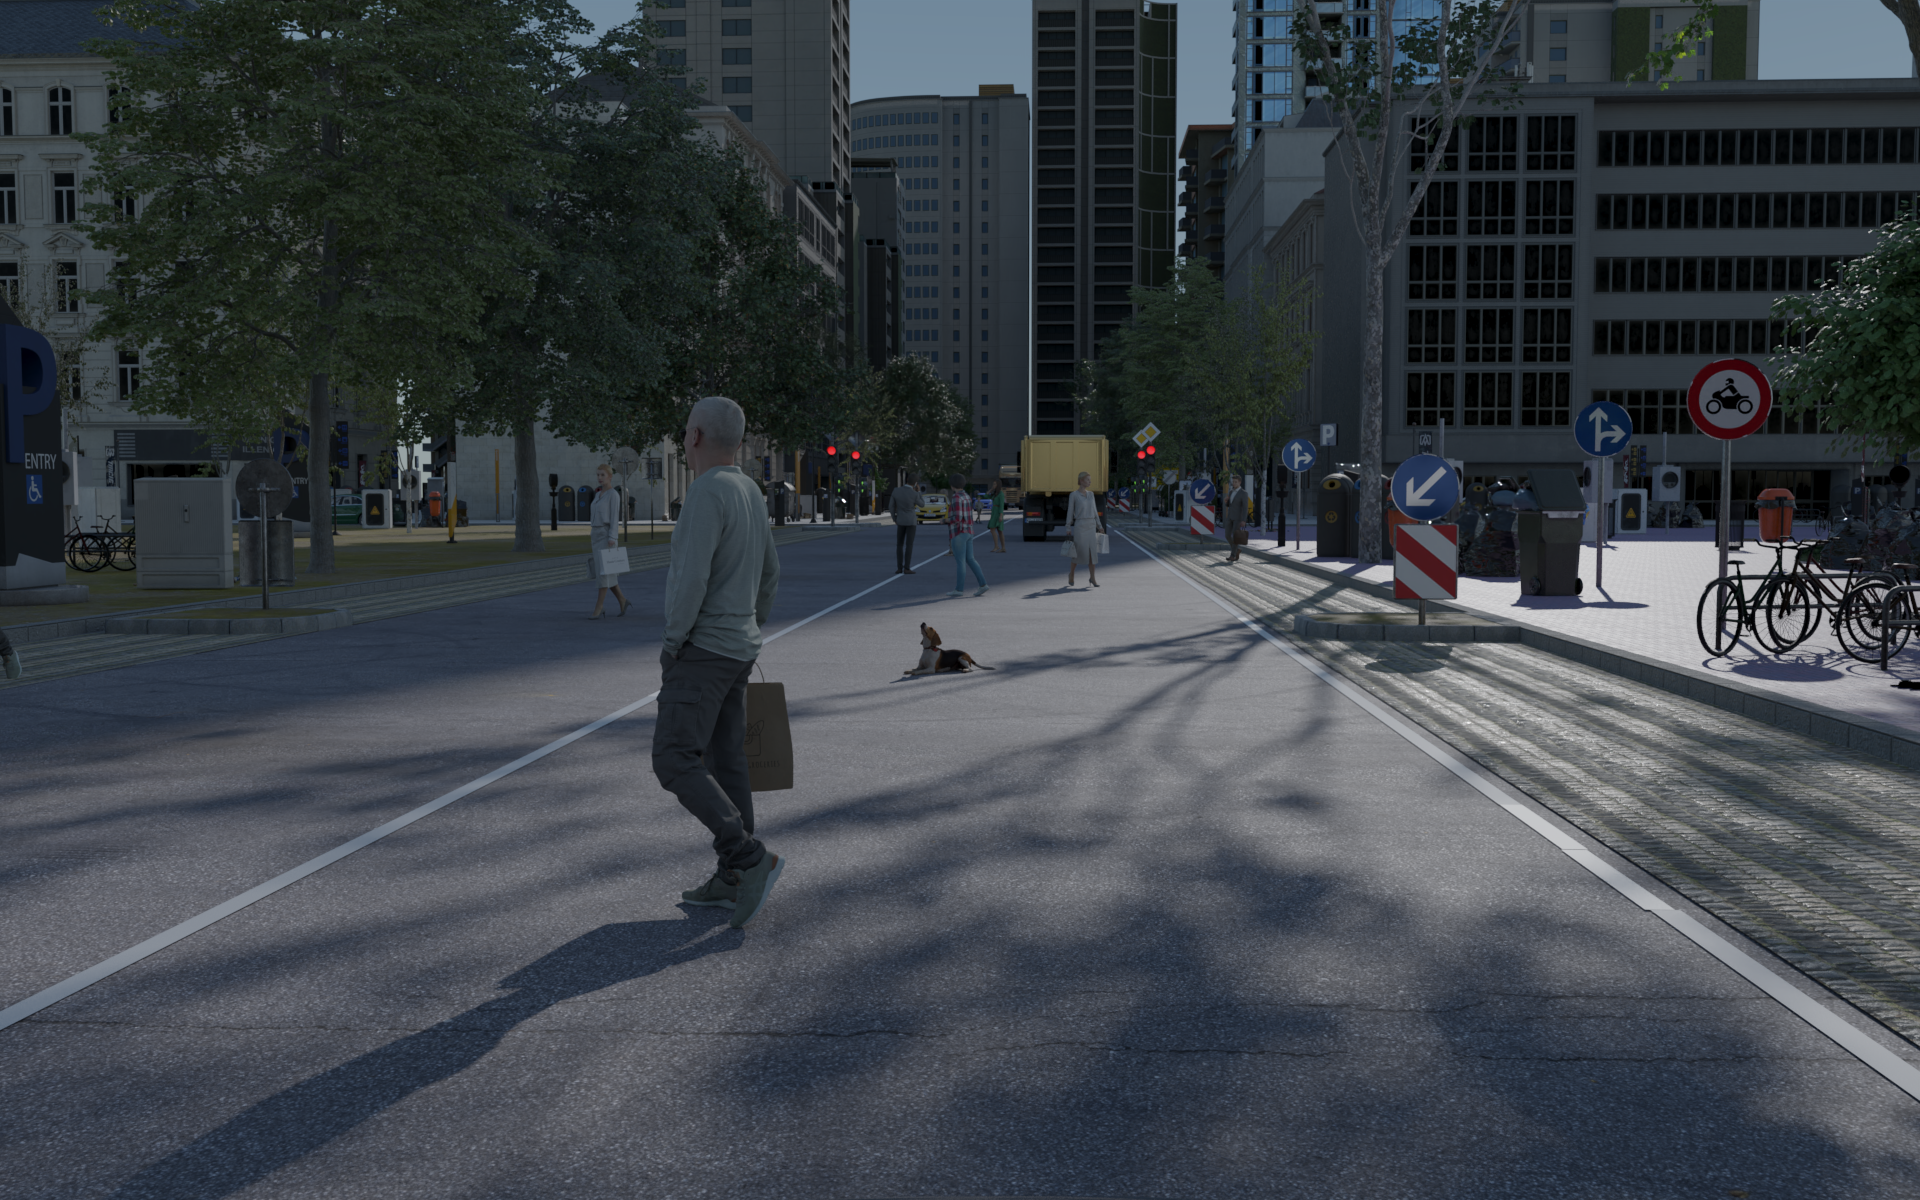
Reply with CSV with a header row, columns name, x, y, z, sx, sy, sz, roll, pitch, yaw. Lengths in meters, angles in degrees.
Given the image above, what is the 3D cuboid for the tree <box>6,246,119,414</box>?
name,x,y,z,sx,sy,sz,roll,pitch,yaw
tree,-28.078,-6.241,52.405,4.360,8.622,3.978,0,3,0

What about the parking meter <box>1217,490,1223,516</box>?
name,x,y,z,sx,sy,sz,roll,pitch,yaw
parking meter,14.054,-5.211,93.617,0.372,1.533,0.369,0,3,0

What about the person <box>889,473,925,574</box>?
name,x,y,z,sx,sy,sz,roll,pitch,yaw
person,-0.958,-1.368,31.043,0.592,1.802,0.473,2,4,33

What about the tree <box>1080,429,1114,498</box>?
name,x,y,z,sx,sy,sz,roll,pitch,yaw
tree,19.591,-18.681,222.442,9.611,12.733,9.660,0,3,0

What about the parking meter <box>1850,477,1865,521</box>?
name,x,y,z,sx,sy,sz,roll,pitch,yaw
parking meter,30.560,-3.259,58.993,0.399,1.863,0.255,3,4,36

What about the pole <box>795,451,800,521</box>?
name,x,y,z,sx,sy,sz,roll,pitch,yaw
pole,-7.590,-5.334,81.059,0.158,3.312,0.155,0,3,0

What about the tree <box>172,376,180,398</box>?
name,x,y,z,sx,sy,sz,roll,pitch,yaw
tree,-27.539,-7.011,64.998,4.737,8.622,4.395,0,3,0

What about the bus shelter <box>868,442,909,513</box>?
name,x,y,z,sx,sy,sz,roll,pitch,yaw
bus shelter,-5.105,-8.821,121.847,2.179,5.291,8.768,0,4,4

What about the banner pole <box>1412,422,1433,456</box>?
name,x,y,z,sx,sy,sz,roll,pitch,yaw
banner pole,16.101,-4.317,60.594,0.863,3.779,0.401,1,4,11

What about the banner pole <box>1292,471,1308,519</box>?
name,x,y,z,sx,sy,sz,roll,pitch,yaw
banner pole,17.490,-6.066,89.195,0.863,3.779,0.401,1,4,21

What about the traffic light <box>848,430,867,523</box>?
name,x,y,z,sx,sy,sz,roll,pitch,yaw
traffic light,-4.523,-5.335,76.147,0.839,4.253,0.868,0,4,3

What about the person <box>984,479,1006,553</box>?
name,x,y,z,sx,sy,sz,roll,pitch,yaw
person,0.933,-2.052,42.301,0.529,1.795,0.600,-2,4,-34

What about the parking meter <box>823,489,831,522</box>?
name,x,y,z,sx,sy,sz,roll,pitch,yaw
parking meter,-6.217,-4.421,80.696,0.372,1.533,0.369,0,3,0

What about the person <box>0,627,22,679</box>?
name,x,y,z,sx,sy,sz,roll,pitch,yaw
person,-7.693,-0.267,13.345,0.782,1.767,0.515,2,4,26

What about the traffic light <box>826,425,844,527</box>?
name,x,y,z,sx,sy,sz,roll,pitch,yaw
traffic light,-4.995,-4.847,68.176,0.839,4.253,0.868,0,4,3

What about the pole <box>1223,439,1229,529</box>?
name,x,y,z,sx,sy,sz,roll,pitch,yaw
pole,9.844,-4.296,64.088,0.158,3.312,0.155,0,3,0

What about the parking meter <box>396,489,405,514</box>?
name,x,y,z,sx,sy,sz,roll,pitch,yaw
parking meter,-25.526,-4.322,79.078,0.372,1.533,0.369,0,3,0

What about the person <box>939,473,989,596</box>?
name,x,y,z,sx,sy,sz,roll,pitch,yaw
person,0.054,-0.919,24.362,0.643,1.720,0.563,2,4,23

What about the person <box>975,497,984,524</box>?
name,x,y,z,sx,sy,sz,roll,pitch,yaw
person,0.932,-4.337,83.679,0.475,1.303,0.640,-3,5,-40

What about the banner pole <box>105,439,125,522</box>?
name,x,y,z,sx,sy,sz,roll,pitch,yaw
banner pole,-38.644,-5.451,79.141,0.401,3.779,0.863,2,4,32

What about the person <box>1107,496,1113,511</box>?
name,x,y,z,sx,sy,sz,roll,pitch,yaw
person,11.425,-7.523,131.685,0.537,1.800,0.526,3,4,36

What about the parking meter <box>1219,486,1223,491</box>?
name,x,y,z,sx,sy,sz,roll,pitch,yaw
parking meter,15.477,-5.914,102.400,0.399,1.863,0.255,2,4,24

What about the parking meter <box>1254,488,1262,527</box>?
name,x,y,z,sx,sy,sz,roll,pitch,yaw
parking meter,11.777,-3.654,68.161,0.372,1.533,0.369,0,3,0

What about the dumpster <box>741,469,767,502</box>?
name,x,y,z,sx,sy,sz,roll,pitch,yaw
dumpster,-8.120,-3.812,64.818,1.502,2.255,1.985,0,4,4

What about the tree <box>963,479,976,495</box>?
name,x,y,z,sx,sy,sz,roll,pitch,yaw
tree,1.289,-14.152,225.989,1.663,3.219,1.824,0,3,0

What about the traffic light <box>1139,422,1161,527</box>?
name,x,y,z,sx,sy,sz,roll,pitch,yaw
traffic light,7.395,-4.804,67.460,0.839,4.253,0.868,0,4,3

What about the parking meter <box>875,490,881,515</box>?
name,x,y,z,sx,sy,sz,roll,pitch,yaw
parking meter,-4.948,-5.879,104.531,0.372,1.533,0.369,0,3,0

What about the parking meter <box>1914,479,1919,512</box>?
name,x,y,z,sx,sy,sz,roll,pitch,yaw
parking meter,36.181,-3.639,65.204,0.255,1.863,0.399,-3,5,-44

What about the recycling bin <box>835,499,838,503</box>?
name,x,y,z,sx,sy,sz,roll,pitch,yaw
recycling bin,-6.613,-4.847,91.807,0.722,1.027,0.722,-3,4,-38

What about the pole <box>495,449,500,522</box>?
name,x,y,z,sx,sy,sz,roll,pitch,yaw
pole,-21.030,-5.194,78.757,0.158,3.312,0.155,0,3,0

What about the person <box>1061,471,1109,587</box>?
name,x,y,z,sx,sy,sz,roll,pitch,yaw
person,1.931,-1.102,26.873,0.694,1.780,0.624,-1,4,-16

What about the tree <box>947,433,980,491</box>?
name,x,y,z,sx,sy,sz,roll,pitch,yaw
tree,-0.149,-14.350,184.981,4.360,8.622,3.978,0,3,0

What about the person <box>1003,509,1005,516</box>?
name,x,y,z,sx,sy,sz,roll,pitch,yaw
person,2.815,-6.284,115.516,0.394,1.301,0.425,0,4,8

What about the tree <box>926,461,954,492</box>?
name,x,y,z,sx,sy,sz,roll,pitch,yaw
tree,-1.531,-10.790,160.135,4.285,4.588,4.351,0,3,0

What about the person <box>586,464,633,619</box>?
name,x,y,z,sx,sy,sz,roll,pitch,yaw
person,-4.039,-0.680,19.975,0.624,1.780,0.694,-2,4,-28

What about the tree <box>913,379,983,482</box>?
name,x,y,z,sx,sy,sz,roll,pitch,yaw
tree,-1.329,-15.451,170.748,7.486,12.596,7.792,0,3,0

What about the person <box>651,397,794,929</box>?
name,x,y,z,sx,sy,sz,roll,pitch,yaw
person,-0.780,0.179,6.055,0.515,1.767,0.782,1,4,13

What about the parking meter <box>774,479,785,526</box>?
name,x,y,z,sx,sy,sz,roll,pitch,yaw
parking meter,-7.217,-3.887,69.269,0.255,1.863,0.399,2,4,35

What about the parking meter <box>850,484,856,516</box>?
name,x,y,z,sx,sy,sz,roll,pitch,yaw
parking meter,-6.122,-5.782,100.239,0.399,1.863,0.255,1,4,19

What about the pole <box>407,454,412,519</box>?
name,x,y,z,sx,sy,sz,roll,pitch,yaw
pole,-28.182,-5.801,88.681,0.158,3.312,0.155,0,3,0

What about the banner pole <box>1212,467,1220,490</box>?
name,x,y,z,sx,sy,sz,roll,pitch,yaw
banner pole,20.379,-9.082,138.511,0.863,3.779,0.401,-1,4,-14

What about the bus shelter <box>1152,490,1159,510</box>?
name,x,y,z,sx,sy,sz,roll,pitch,yaw
bus shelter,15.210,-8.536,133.488,2.014,3.302,5.546,0,4,3

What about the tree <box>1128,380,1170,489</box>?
name,x,y,z,sx,sy,sz,roll,pitch,yaw
tree,12.493,-9.474,105.265,4.360,8.622,3.978,0,3,0

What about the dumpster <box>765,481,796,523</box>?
name,x,y,z,sx,sy,sz,roll,pitch,yaw
dumpster,-8.195,-4.460,78.682,1.264,1.857,1.865,0,4,3

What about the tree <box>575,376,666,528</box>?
name,x,y,z,sx,sy,sz,roll,pitch,yaw
tree,-12.762,-7.047,65.579,4.360,8.622,3.978,0,3,0

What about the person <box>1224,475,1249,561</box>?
name,x,y,z,sx,sy,sz,roll,pitch,yaw
person,5.870,-1.731,36.760,0.622,1.834,0.822,3,5,40

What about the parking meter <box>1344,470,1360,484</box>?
name,x,y,z,sx,sy,sz,roll,pitch,yaw
parking meter,9.475,-2.210,41.853,0.399,1.863,0.255,2,4,25

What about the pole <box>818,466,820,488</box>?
name,x,y,z,sx,sy,sz,roll,pitch,yaw
pole,-10.349,-8.158,127.231,0.158,3.312,0.155,0,3,0

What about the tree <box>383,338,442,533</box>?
name,x,y,z,sx,sy,sz,roll,pitch,yaw
tree,-18.253,-6.495,56.557,4.737,8.622,4.395,0,3,0

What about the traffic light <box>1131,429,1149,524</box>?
name,x,y,z,sx,sy,sz,roll,pitch,yaw
traffic light,7.867,-5.291,75.431,0.839,4.253,0.868,0,4,3

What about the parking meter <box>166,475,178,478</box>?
name,x,y,z,sx,sy,sz,roll,pitch,yaw
parking meter,-24.687,-2.964,54.177,0.399,1.863,0.255,1,4,19

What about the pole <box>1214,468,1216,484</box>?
name,x,y,z,sx,sy,sz,roll,pitch,yaw
pole,19.810,-8.610,134.623,0.158,3.312,0.155,0,3,0

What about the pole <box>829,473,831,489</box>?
name,x,y,z,sx,sy,sz,roll,pitch,yaw
pole,-9.273,-7.971,124.164,0.158,3.312,0.155,0,3,0

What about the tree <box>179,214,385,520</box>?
name,x,y,z,sx,sy,sz,roll,pitch,yaw
tree,-17.835,-5.806,45.288,4.737,8.622,4.395,0,3,0

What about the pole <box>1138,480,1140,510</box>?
name,x,y,z,sx,sy,sz,roll,pitch,yaw
pole,14.126,-8.700,136.084,0.158,3.312,0.155,0,3,0

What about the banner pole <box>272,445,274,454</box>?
name,x,y,z,sx,sy,sz,roll,pitch,yaw
banner pole,-30.521,-5.377,77.935,0.863,3.779,0.401,-1,4,-9
